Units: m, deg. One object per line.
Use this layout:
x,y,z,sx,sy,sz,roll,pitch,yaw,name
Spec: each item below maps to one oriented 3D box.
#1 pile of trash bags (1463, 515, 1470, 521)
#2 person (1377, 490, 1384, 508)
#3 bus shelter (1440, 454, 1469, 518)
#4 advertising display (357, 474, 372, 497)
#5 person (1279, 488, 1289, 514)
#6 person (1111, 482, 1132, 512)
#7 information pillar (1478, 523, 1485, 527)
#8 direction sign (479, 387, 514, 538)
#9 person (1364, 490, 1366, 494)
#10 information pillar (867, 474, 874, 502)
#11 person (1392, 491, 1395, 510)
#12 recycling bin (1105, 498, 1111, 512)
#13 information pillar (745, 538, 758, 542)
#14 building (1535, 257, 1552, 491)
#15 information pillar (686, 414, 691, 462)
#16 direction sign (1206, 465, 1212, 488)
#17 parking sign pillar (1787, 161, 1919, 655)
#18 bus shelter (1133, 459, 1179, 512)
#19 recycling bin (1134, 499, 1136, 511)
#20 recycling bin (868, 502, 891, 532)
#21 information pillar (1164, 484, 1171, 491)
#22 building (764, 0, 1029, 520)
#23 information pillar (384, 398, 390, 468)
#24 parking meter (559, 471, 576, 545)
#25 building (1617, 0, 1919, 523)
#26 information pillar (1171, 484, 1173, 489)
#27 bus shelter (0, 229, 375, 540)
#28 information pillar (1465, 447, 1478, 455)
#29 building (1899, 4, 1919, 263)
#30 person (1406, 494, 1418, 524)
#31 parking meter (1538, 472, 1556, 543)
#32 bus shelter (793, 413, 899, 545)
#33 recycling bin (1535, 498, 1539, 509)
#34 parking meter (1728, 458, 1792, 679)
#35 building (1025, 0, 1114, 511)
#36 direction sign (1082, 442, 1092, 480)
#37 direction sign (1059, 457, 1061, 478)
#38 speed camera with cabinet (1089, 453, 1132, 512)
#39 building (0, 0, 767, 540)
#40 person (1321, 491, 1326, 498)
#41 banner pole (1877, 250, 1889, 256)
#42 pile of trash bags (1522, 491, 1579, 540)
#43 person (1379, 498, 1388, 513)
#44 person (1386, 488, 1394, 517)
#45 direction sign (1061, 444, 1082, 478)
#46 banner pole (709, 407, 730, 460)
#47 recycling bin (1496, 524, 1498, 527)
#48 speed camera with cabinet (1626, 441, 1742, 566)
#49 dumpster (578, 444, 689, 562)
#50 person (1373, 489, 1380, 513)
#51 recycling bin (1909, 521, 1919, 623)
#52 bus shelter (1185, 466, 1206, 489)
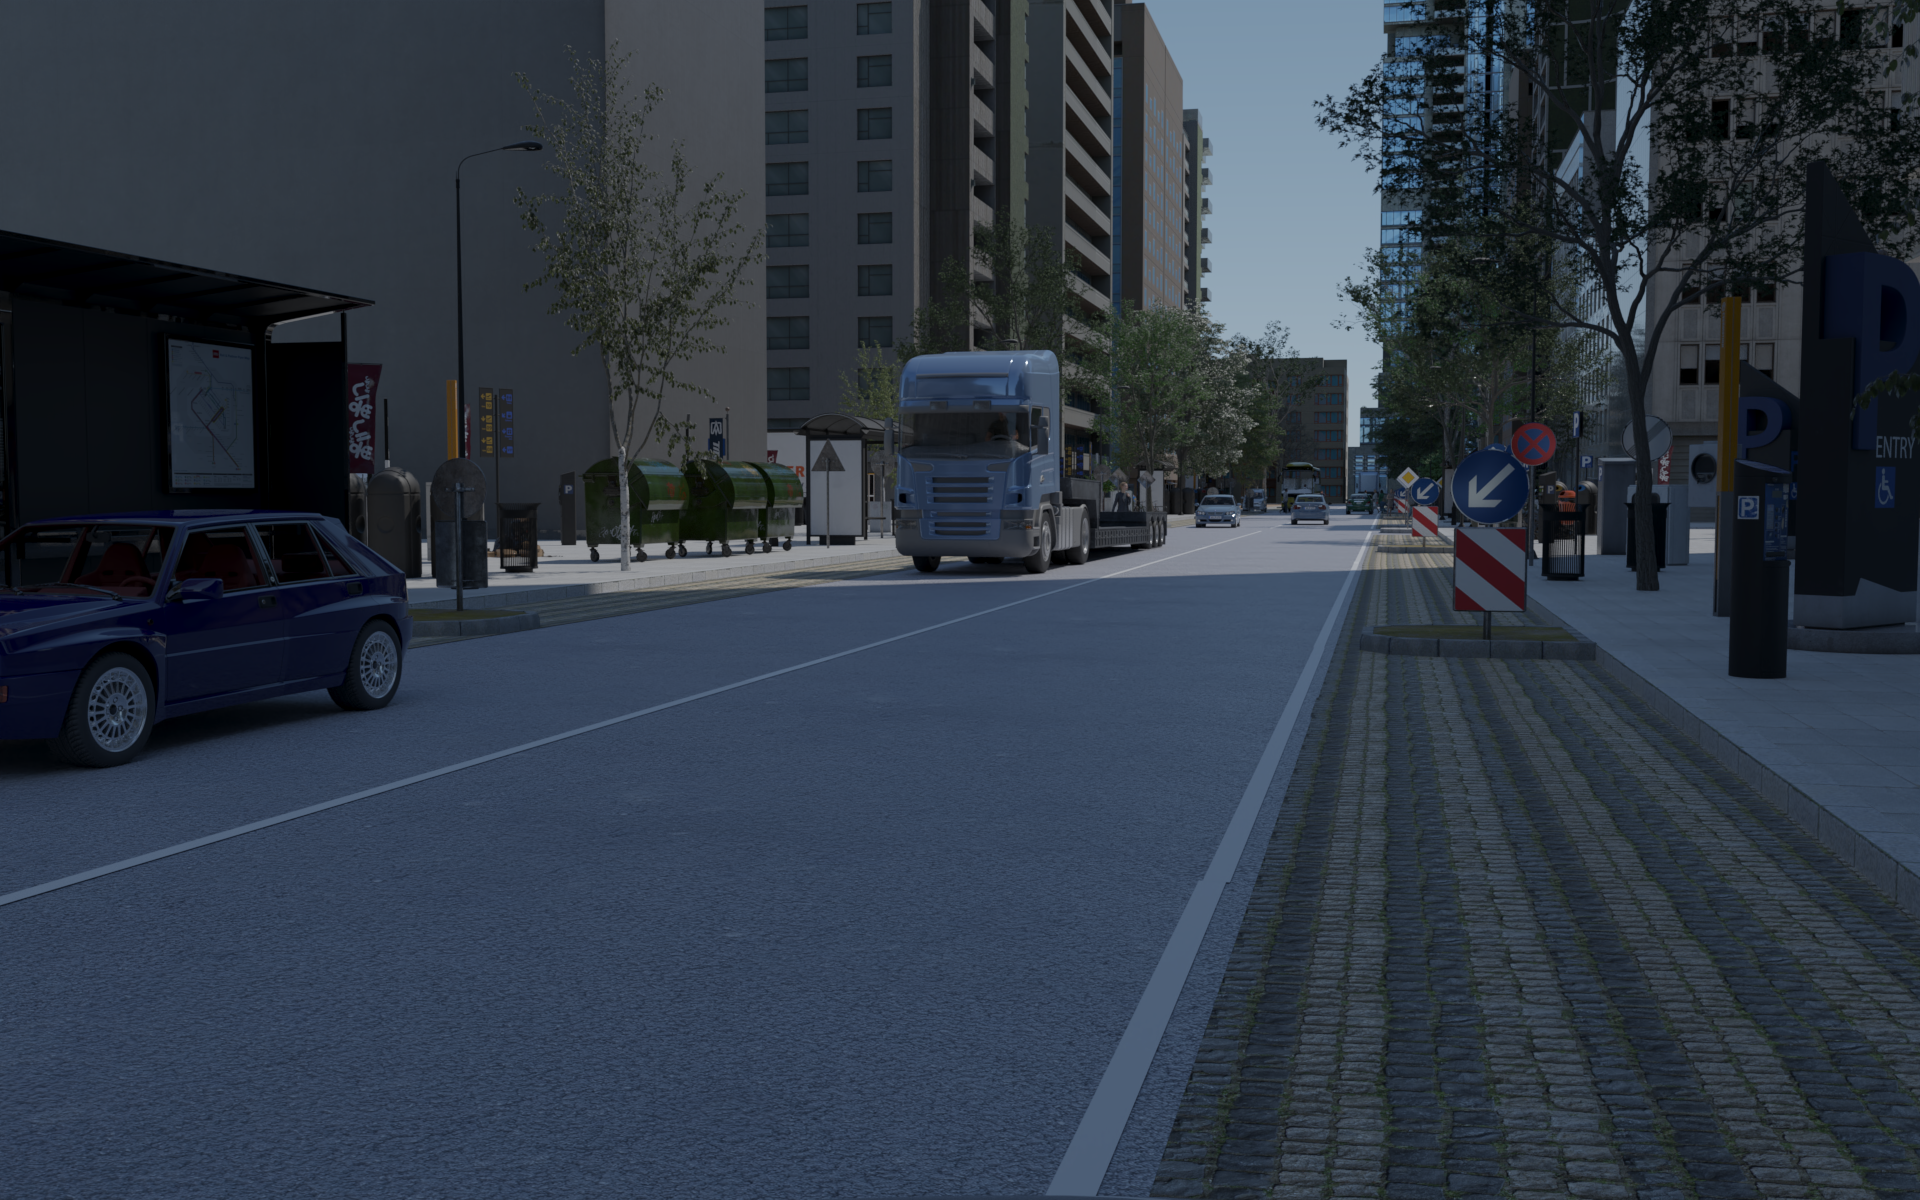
23.991,-4.307,80.168,1.912,1.369,3.447,0,3,0,pile of trash bags
33.981,-8.003,139.603,0.600,1.795,0.529,-1,4,-18,person
26.063,-5.887,90.176,2.014,3.302,5.546,1,4,14,bus shelter
-15.438,-2.422,44.811,0.123,1.923,0.974,-3,5,-40,advertising display
23.034,-7.014,123.032,0.795,1.843,0.661,1,4,16,person
4.605,-2.478,49.441,0.534,1.772,0.576,3,5,40,person
13.989,-2.542,46.046,0.304,2.012,0.304,-3,4,-39,information pillar
-9.903,-2.757,37.067,0.379,3.537,0.876,3,4,36,direction sign
40.056,-9.943,171.054,0.705,1.826,1.348,-1,4,-18,person
-3.298,-3.546,62.469,0.304,2.012,0.304,3,4,38,information pillar
38.112,-8.741,152.349,0.436,1.711,0.756,1,4,19,person
10.338,-6.454,118.074,0.722,1.027,0.722,3,5,44,recycling bin
-5.633,-2.577,46.633,0.304,2.012,0.304,1,4,9,information pillar
51.100,-18.548,132.940,12.332,23.373,15.834,1,4,14,building
-7.894,-3.608,50.348,0.183,3.616,0.504,0,4,-3,information pillar
17.902,-8.112,124.634,0.379,3.537,0.876,-1,4,-19,direction sign
7.523,-1.588,14.438,1.447,3.967,1.447,-3,4,-37,parking sign pillar
11.632,-6.654,102.712,2.014,3.302,5.546,1,4,14,bus shelter
10.289,-5.713,105.964,0.722,1.027,0.722,-3,4,-36,recycling bin
-2.706,-2.798,58.308,0.722,1.027,0.722,0,4,-8,recycling bin
14.742,-7.311,124.020,0.304,2.012,0.304,-2,4,-32,information pillar
-4.641,-19.578,91.807,14.160,30.474,14.107,1,4,14,building
-14.080,-3.134,42.590,0.183,3.616,0.504,-1,4,-16,information pillar
-9.817,-2.300,43.312,0.399,1.863,0.255,-1,4,-21,parking meter
41.421,-16.017,79.897,19.932,24.808,12.078,1,4,14,building
15.729,-7.650,129.574,0.304,2.012,0.304,3,5,43,information pillar
-8.674,-1.657,18.374,1.731,3.624,6.357,1,4,14,bus shelter
25.396,-5.776,85.784,0.504,3.616,0.183,2,4,26,information pillar
31.931,-26.580,23.819,28.713,52.752,27.495,1,4,14,building
21.447,-4.467,81.886,0.721,1.781,0.623,-2,4,-30,person
15.267,-2.407,45.066,0.399,1.863,0.255,-1,4,-16,parking meter
-2.539,-3.175,45.831,2.014,3.302,5.546,1,4,14,bus shelter
25.950,-3.997,77.900,0.722,1.027,0.722,0,4,3,recycling bin
5.613,-0.229,12.149,0.372,1.533,0.369,0,3,0,parking meter
-1.140,-30.673,125.212,21.300,48.544,21.600,1,4,14,building
5.663,-5.092,75.256,0.379,3.537,0.876,1,4,10,direction sign
5.942,-6.938,105.427,0.876,3.537,0.379,-2,4,-32,direction sign
7.331,-5.505,84.350,2.038,3.252,0.660,0,4,-2,speed camera with cabinet
-19.518,-16.102,56.768,24.014,27.812,14.314,1,4,14,building
37.314,-10.343,178.061,0.683,1.767,0.568,1,4,10,person
9.357,-1.715,18.058,0.401,3.779,0.863,-1,4,-20,banner pole
16.510,-2.379,48.647,1.912,1.369,3.447,0,4,-4,pile of trash bags
31.223,-6.965,127.884,0.738,1.151,1.012,-3,5,-43,person
26.739,-6.037,107.553,0.599,1.781,0.374,-1,4,-18,person
5.203,-5.322,79.008,0.876,3.537,0.379,1,4,17,direction sign
-6.894,-3.670,50.015,0.863,3.779,0.401,2,4,26,banner pole
15.925,-2.377,51.416,0.722,1.027,0.722,2,4,35,recycling bin
12.886,-2.235,30.883,0.660,3.252,2.038,-2,4,-26,speed camera with cabinet
-6.271,-1.884,33.291,1.502,2.255,1.985,1,4,14,dumpster
30.376,-7.204,126.632,0.624,1.780,0.694,3,5,41,person
9.302,-0.255,16.725,0.722,1.027,0.722,-1,4,-18,recycling bin
16.989,-8.136,126.952,2.014,3.302,5.546,1,4,14,bus shelter
